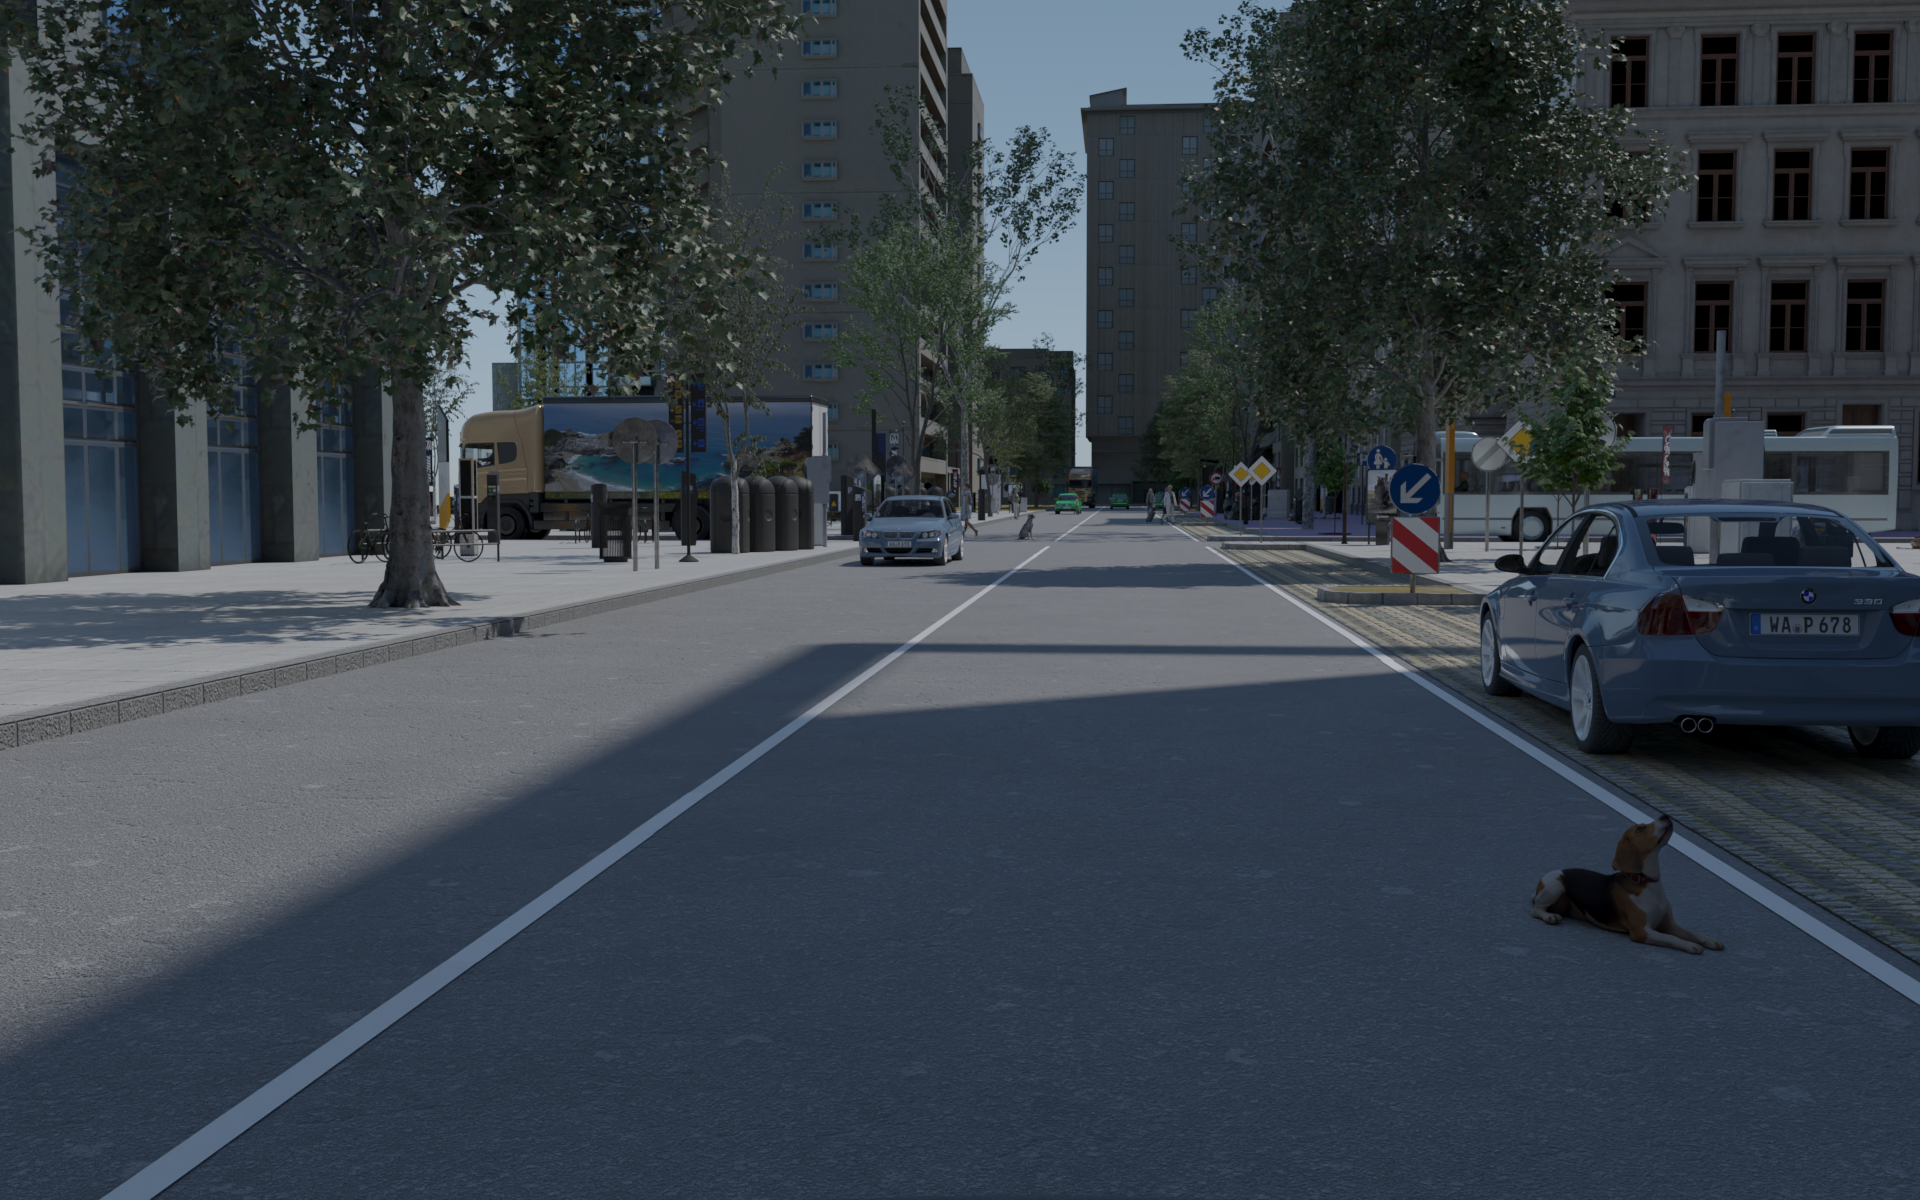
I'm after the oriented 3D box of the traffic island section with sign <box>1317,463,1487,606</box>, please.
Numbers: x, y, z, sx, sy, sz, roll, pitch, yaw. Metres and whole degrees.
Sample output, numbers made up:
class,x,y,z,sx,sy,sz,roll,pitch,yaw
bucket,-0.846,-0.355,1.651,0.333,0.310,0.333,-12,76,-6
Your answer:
class,x,y,z,sx,sy,sz,roll,pitch,yaw
traffic island section with sign,5.833,-0.887,23.131,1.989,1.847,2.006,0,4,5

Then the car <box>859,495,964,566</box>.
class,x,y,z,sx,sy,sz,roll,pitch,yaw
car,-0.950,-1.484,36.269,2.014,1.417,4.499,0,4,7

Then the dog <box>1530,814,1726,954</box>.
class,x,y,z,sx,sy,sz,roll,pitch,yaw
dog,2.195,0.882,5.767,0.550,0.427,0.748,1,4,12

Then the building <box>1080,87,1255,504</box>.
class,x,y,z,sx,sy,sz,roll,pitch,yaw
building,30.196,-39.345,232.526,27.495,52.752,28.713,0,4,5

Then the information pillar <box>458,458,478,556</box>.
class,x,y,z,sx,sy,sz,roll,pitch,yaw
information pillar,-10.155,-1.913,35.775,0.304,2.012,0.304,0,4,0

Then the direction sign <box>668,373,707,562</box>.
class,x,y,z,sx,sy,sz,roll,pitch,yaw
direction sign,-5.129,-2.486,32.646,0.876,3.537,0.379,2,4,30

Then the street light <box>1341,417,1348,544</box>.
class,x,y,z,sx,sy,sz,roll,pitch,yaw
street light,9.864,-4.372,44.268,0.468,5.910,1.993,0,4,5

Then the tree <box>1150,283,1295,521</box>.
class,x,y,z,sx,sy,sz,roll,pitch,yaw
tree,14.002,-9.677,83.977,9.928,11.665,9.643,0,3,0

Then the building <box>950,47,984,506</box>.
class,x,y,z,sx,sy,sz,roll,pitch,yaw
building,-8.736,-34.438,186.766,21.600,48.544,21.300,0,4,5

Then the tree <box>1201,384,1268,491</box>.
class,x,y,z,sx,sy,sz,roll,pitch,yaw
tree,17.160,-9.759,109.918,4.737,8.622,4.395,0,3,0

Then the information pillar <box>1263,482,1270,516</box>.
class,x,y,z,sx,sy,sz,roll,pitch,yaw
information pillar,18.264,-6.041,103.259,0.304,2.012,0.304,-1,4,-10

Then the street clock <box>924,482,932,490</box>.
class,x,y,z,sx,sy,sz,roll,pitch,yaw
street clock,-1.948,-6.115,104.553,0.471,2.002,0.358,-1,4,-9

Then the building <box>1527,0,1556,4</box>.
class,x,y,z,sx,sy,sz,roll,pitch,yaw
building,82.039,-47.947,222.180,20.611,71.187,20.563,0,4,5

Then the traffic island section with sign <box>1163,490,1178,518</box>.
class,x,y,z,sx,sy,sz,roll,pitch,yaw
traffic island section with sign,13.517,-5.901,105.105,1.989,1.847,2.006,0,4,5

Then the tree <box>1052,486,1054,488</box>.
class,x,y,z,sx,sy,sz,roll,pitch,yaw
tree,9.523,-12.134,192.985,1.663,3.219,1.824,0,3,0

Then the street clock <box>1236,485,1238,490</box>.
class,x,y,z,sx,sy,sz,roll,pitch,yaw
street clock,16.880,-6.112,104.497,0.358,2.002,0.471,3,4,37

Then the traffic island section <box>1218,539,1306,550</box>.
class,x,y,z,sx,sy,sz,roll,pitch,yaw
traffic island section,7.908,-1.412,45.369,2.009,0.180,2.903,0,4,5

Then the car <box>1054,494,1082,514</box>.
class,x,y,z,sx,sy,sz,roll,pitch,yaw
car,7.735,-7.030,123.744,1.959,1.807,4.718,0,4,6

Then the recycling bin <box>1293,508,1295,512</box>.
class,x,y,z,sx,sy,sz,roll,pitch,yaw
recycling bin,24.465,-6.880,125.042,0.722,1.027,0.722,1,4,15

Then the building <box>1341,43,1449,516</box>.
class,x,y,z,sx,sy,sz,roll,pitch,yaw
building,29.870,-19.226,100.256,13.634,28.700,20.117,0,4,5

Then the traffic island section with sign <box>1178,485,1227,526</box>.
class,x,y,z,sx,sy,sz,roll,pitch,yaw
traffic island section with sign,10.957,-4.231,77.810,1.989,1.847,2.006,0,4,5

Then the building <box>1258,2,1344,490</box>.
class,x,y,z,sx,sy,sz,roll,pitch,yaw
building,40.675,-33.295,168.077,21.300,48.544,21.600,0,4,5

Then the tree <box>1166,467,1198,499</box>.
class,x,y,z,sx,sy,sz,roll,pitch,yaw
tree,21.813,-11.303,168.517,4.285,4.588,4.351,0,3,0

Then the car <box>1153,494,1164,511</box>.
class,x,y,z,sx,sy,sz,roll,pitch,yaw
car,17.070,-8.387,145.925,1.959,1.807,4.718,0,4,6

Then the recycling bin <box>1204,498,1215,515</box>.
class,x,y,z,sx,sy,sz,roll,pitch,yaw
recycling bin,15.689,-5.874,108.599,0.722,1.027,0.722,0,4,2

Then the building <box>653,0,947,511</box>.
class,x,y,z,sx,sy,sz,roll,pitch,yaw
building,-12.676,-31.630,140.846,21.300,48.544,21.600,0,4,5

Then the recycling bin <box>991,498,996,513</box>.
class,x,y,z,sx,sy,sz,roll,pitch,yaw
recycling bin,1.976,-6.357,116.491,0.722,1.027,0.722,-1,4,-21

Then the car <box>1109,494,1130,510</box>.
class,x,y,z,sx,sy,sz,roll,pitch,yaw
car,14.866,-9.321,161.198,1.959,1.807,4.718,0,4,5

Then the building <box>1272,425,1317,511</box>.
class,x,y,z,sx,sy,sz,roll,pitch,yaw
building,41.224,-18.257,143.538,27.650,21.520,28.899,0,4,5

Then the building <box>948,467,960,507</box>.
class,x,y,z,sx,sy,sz,roll,pitch,yaw
building,-10.596,-44.212,161.118,20.563,71.187,20.611,0,4,5

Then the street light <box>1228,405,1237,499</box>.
class,x,y,z,sx,sy,sz,roll,pitch,yaw
street light,14.224,-7.178,90.153,0.468,5.910,1.993,0,4,5

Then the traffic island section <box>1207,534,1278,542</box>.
class,x,y,z,sx,sy,sz,roll,pitch,yaw
traffic island section,8.654,-1.898,53.319,2.009,0.180,2.903,0,4,5

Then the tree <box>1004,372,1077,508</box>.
class,x,y,z,sx,sy,sz,roll,pitch,yaw
tree,7.404,-14.851,160.935,7.486,12.596,7.792,0,3,0

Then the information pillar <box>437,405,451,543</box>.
class,x,y,z,sx,sy,sz,roll,pitch,yaw
information pillar,-13.496,-3.298,45.272,0.183,3.616,0.504,-3,5,-43

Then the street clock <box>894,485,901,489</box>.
class,x,y,z,sx,sy,sz,roll,pitch,yaw
street clock,-3.683,-5.961,102.032,0.358,2.002,0.471,2,4,32

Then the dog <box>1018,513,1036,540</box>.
class,x,y,z,sx,sy,sz,roll,pitch,yaw
dog,1.983,-2.320,54.769,0.800,0.831,0.513,0,4,4

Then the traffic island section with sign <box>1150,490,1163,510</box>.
class,x,y,z,sx,sy,sz,roll,pitch,yaw
traffic island section with sign,18.173,-8.930,154.629,1.989,1.847,2.006,0,4,5

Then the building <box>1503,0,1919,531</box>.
class,x,y,z,sx,sy,sz,roll,pitch,yaw
building,31.564,-13.948,64.201,21.152,22.565,11.583,0,4,5

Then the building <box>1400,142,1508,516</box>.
class,x,y,z,sx,sy,sz,roll,pitch,yaw
building,26.651,-13.200,80.446,10.561,19.102,19.286,0,4,5

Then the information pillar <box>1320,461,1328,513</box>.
class,x,y,z,sx,sy,sz,roll,pitch,yaw
information pillar,24.327,-7.606,115.708,0.504,3.616,0.183,2,4,35

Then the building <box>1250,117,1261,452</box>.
class,x,y,z,sx,sy,sz,roll,pitch,yaw
building,38.898,-32.816,186.651,14.600,45.320,14.200,0,4,5

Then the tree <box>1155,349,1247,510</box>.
class,x,y,z,sx,sy,sz,roll,pitch,yaw
tree,18.946,-13.313,135.797,7.486,12.596,7.792,0,3,0

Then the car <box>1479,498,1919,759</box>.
class,x,y,z,sx,sy,sz,roll,pitch,yaw
car,4.427,0.080,10.699,2.014,1.417,4.499,0,4,6

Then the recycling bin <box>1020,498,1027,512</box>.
class,x,y,z,sx,sy,sz,roll,pitch,yaw
recycling bin,4.232,-6.653,121.337,0.722,1.027,0.722,-1,4,-22

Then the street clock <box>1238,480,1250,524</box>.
class,x,y,z,sx,sy,sz,roll,pitch,yaw
street clock,12.067,-4.190,73.070,0.358,2.002,0.471,1,4,17

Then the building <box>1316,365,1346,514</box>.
class,x,y,z,sx,sy,sz,roll,pitch,yaw
building,31.629,-17.666,118.509,12.332,23.373,15.834,0,4,5

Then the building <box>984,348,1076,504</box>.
class,x,y,z,sx,sy,sz,roll,pitch,yaw
building,0.912,-23.892,235.666,28.899,21.520,27.650,0,4,5

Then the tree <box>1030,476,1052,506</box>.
class,x,y,z,sx,sy,sz,roll,pitch,yaw
tree,7.740,-10.718,169.846,1.663,3.219,1.824,0,3,0

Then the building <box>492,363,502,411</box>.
class,x,y,z,sx,sy,sz,roll,pitch,yaw
building,-34.932,-53.555,188.302,31.000,86.520,22.319,0,4,5

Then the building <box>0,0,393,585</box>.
class,x,y,z,sx,sy,sz,roll,pitch,yaw
building,-28.466,-43.574,25.110,31.000,86.520,22.319,0,4,5

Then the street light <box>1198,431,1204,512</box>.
class,x,y,z,sx,sy,sz,roll,pitch,yaw
street light,17.639,-9.453,127.344,0.468,5.910,1.993,0,4,5

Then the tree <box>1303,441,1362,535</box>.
class,x,y,z,sx,sy,sz,roll,pitch,yaw
tree,11.957,-3.678,54.729,1.663,3.219,1.824,0,3,0
